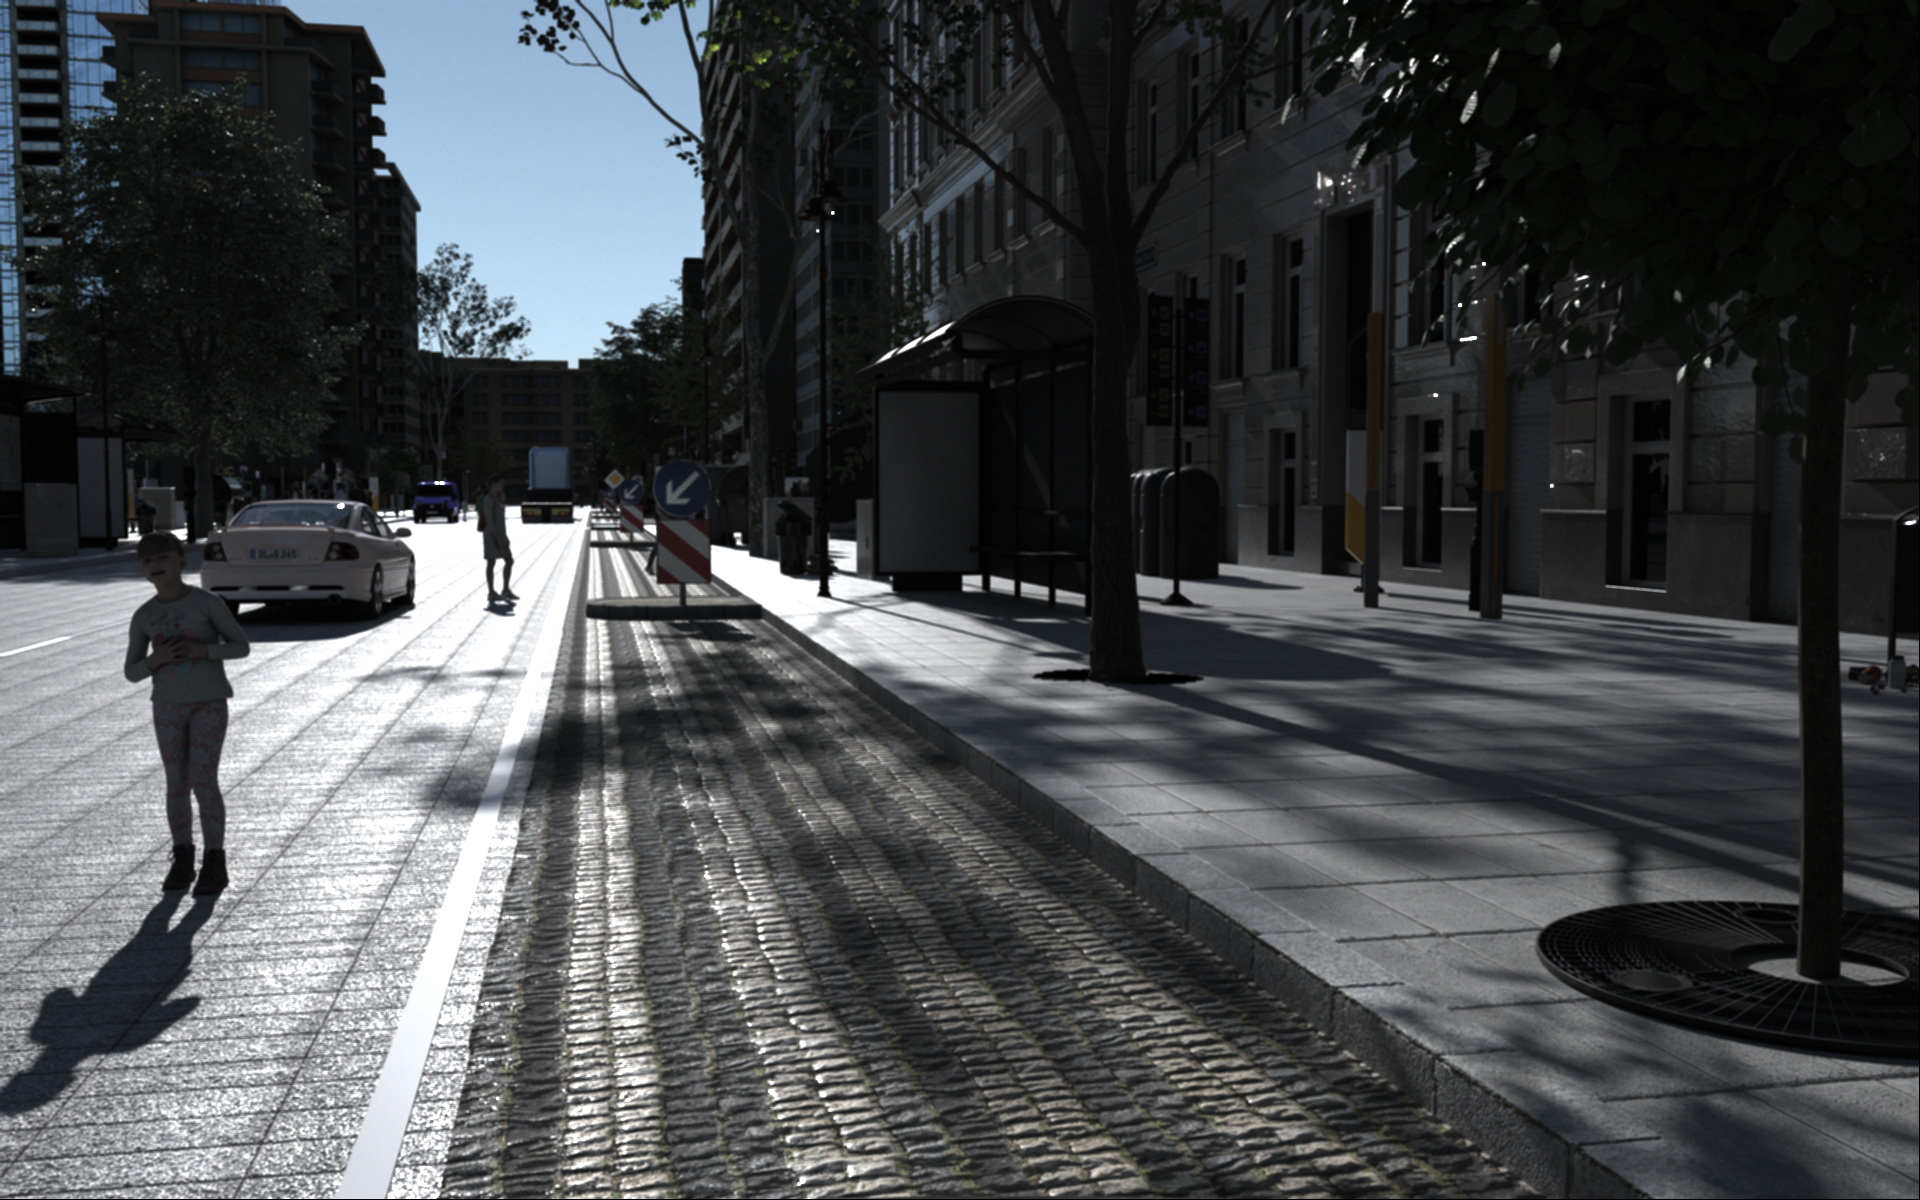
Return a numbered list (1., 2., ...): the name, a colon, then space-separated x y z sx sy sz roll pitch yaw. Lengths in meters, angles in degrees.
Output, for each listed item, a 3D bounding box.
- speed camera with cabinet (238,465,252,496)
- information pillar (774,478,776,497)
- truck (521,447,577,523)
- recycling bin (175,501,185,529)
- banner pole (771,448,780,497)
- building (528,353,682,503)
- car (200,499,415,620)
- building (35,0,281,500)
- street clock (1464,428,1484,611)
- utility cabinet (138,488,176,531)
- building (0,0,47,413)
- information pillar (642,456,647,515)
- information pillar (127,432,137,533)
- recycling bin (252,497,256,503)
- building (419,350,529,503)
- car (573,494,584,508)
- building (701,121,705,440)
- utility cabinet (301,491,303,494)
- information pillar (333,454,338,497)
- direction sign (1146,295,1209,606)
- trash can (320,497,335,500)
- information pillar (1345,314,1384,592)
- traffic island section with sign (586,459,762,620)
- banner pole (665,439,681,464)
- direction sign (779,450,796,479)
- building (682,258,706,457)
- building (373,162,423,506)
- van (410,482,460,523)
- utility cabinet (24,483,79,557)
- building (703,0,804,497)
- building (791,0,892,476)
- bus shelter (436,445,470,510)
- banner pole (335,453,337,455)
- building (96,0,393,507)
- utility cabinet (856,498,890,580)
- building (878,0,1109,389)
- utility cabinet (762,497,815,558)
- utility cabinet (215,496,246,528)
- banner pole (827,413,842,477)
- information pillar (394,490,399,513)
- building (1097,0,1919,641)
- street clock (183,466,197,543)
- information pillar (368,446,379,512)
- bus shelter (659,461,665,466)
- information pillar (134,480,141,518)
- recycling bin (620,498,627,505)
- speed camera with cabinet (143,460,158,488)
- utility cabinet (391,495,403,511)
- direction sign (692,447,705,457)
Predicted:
1. speed camera with cabinet: -48.134 -7.392 115.193 0.660 3.252 2.038 2 4 28
2. information pillar: -8.797 -4.683 81.056 0.304 2.012 0.304 -3 4 -39
3. truck: -22.344 -6.387 94.185 2.967 4.110 18.799 -1 4 -12
4. recycling bin: -28.971 -3.118 63.526 0.722 1.027 0.722 2 4 33
5. banner pole: -10.027 -6.385 94.404 0.401 3.779 0.863 2 4 35
6. building: -47.560 -25.029 254.264 28.899 21.520 27.650 -1 4 -12
7. car: -7.802 -0.529 21.008 2.083 1.381 4.827 -1 4 -10
8. building: -105.134 -56.532 236.962 31.000 86.520 22.319 -1 4 -12
9. street clock: 5.717 -0.885 19.045 0.358 2.002 0.471 1 4 21
10. utility cabinet: -27.840 -3.141 60.027 1.173 1.500 0.318 0 4 5
11. building: -101.485 -53.833 192.844 31.000 86.520 22.319 -1 4 -12
12. information pillar: -19.605 -7.089 107.266 0.183 3.616 0.504 1 4 11
13. information pillar: -27.114 -3.993 56.638 0.183 3.616 0.504 -1 4 -14
14. recycling bin: -53.650 -7.235 130.847 0.722 1.027 0.722 0 4 4
15. building: -76.018 -24.717 249.167 28.899 21.520 27.650 -1 4 -12
16. car: -41.335 -10.632 185.624 2.131 1.459 4.920 -1 4 -11
17. building: -16.979 -35.036 192.449 23.786 49.044 30.456 -1 4 -12
18. utility cabinet: -42.663 -6.294 111.582 1.173 1.500 0.318 2 4 28
19. information pillar: -36.061 -6.651 100.098 0.183 3.616 0.504 0 4 7
20. direction sign: 2.512 -1.713 20.000 0.876 3.537 0.379 -2 4 -31
21. trash can: -26.926 -3.811 73.961 0.748 1.137 0.748 0 3 0
22. information pillar: 5.285 -1.911 22.597 0.504 3.616 0.183 -1 4 -14
23. traffic island section with sign: -3.447 -0.734 20.631 1.989 1.847 2.006 -1 4 -12
24. banner pole: -12.785 -5.354 77.562 0.863 3.779 0.401 -1 4 -14
25. direction sign: -8.788 -5.894 88.357 0.876 3.537 0.379 -1 4 -18
26. building: -27.171 -27.027 213.597 14.160 30.474 14.107 -1 4 -12
27. building: -73.280 -30.697 193.780 23.993 40.220 32.217 -1 4 -12
28. van: -26.493 -5.093 87.650 2.240 2.365 5.245 -1 4 -12
29. utility cabinet: -18.394 -1.615 35.092 0.318 1.500 1.173 1 4 10
30. building: -13.141 -33.212 166.720 21.300 48.544 21.600 -1 4 -12
31. building: 2.920 -25.117 102.538 23.993 40.220 32.217 -1 4 -12
32. bus shelter: -42.175 -10.185 144.158 2.179 5.291 8.768 -1 4 -12
33. banner pole: -37.750 -7.020 104.799 0.401 3.779 0.863 -1 4 -22
34. building: -64.597 -30.812 158.406 22.147 44.769 28.867 -1 4 -12
35. utility cabinet: -1.322 -0.920 26.199 0.306 1.237 1.020 -1 4 -17
36. building: 5.472 -15.564 51.739 12.463 27.353 25.104 -1 4 -12
37. utility cabinet: -3.464 -1.458 34.994 1.020 1.237 0.306 -2 4 -29
38. utility cabinet: -26.697 -3.195 63.400 1.020 1.237 0.306 -3 4 -37
39. banner pole: -3.879 -3.886 53.560 0.863 3.779 0.401 3 4 36
40. information pillar: -37.657 -6.803 115.726 0.304 2.012 0.304 -1 4 -8
41. building: 11.448 -14.055 27.059 12.463 27.353 25.104 -1 4 -12
42. street clock: -20.071 -2.483 45.162 0.358 2.002 0.471 -2 4 -32
43. information pillar: -28.730 -5.719 84.855 0.183 3.616 0.504 3 4 36
44. bus shelter: -16.728 -6.537 100.796 2.014 3.302 5.546 -1 4 -12
45. information pillar: -44.400 -5.444 93.493 0.304 2.012 0.304 3 4 37
46. recycling bin: -28.089 -8.116 145.251 0.722 1.027 0.722 0 4 -5
47. speed camera with cabinet: -46.144 -6.438 99.595 2.038 3.252 0.660 2 4 33
48. utility cabinet: -44.061 -7.608 135.555 0.306 1.237 1.020 2 4 30
49. direction sign: -12.759 -5.638 84.171 0.876 3.537 0.379 2 4 27
